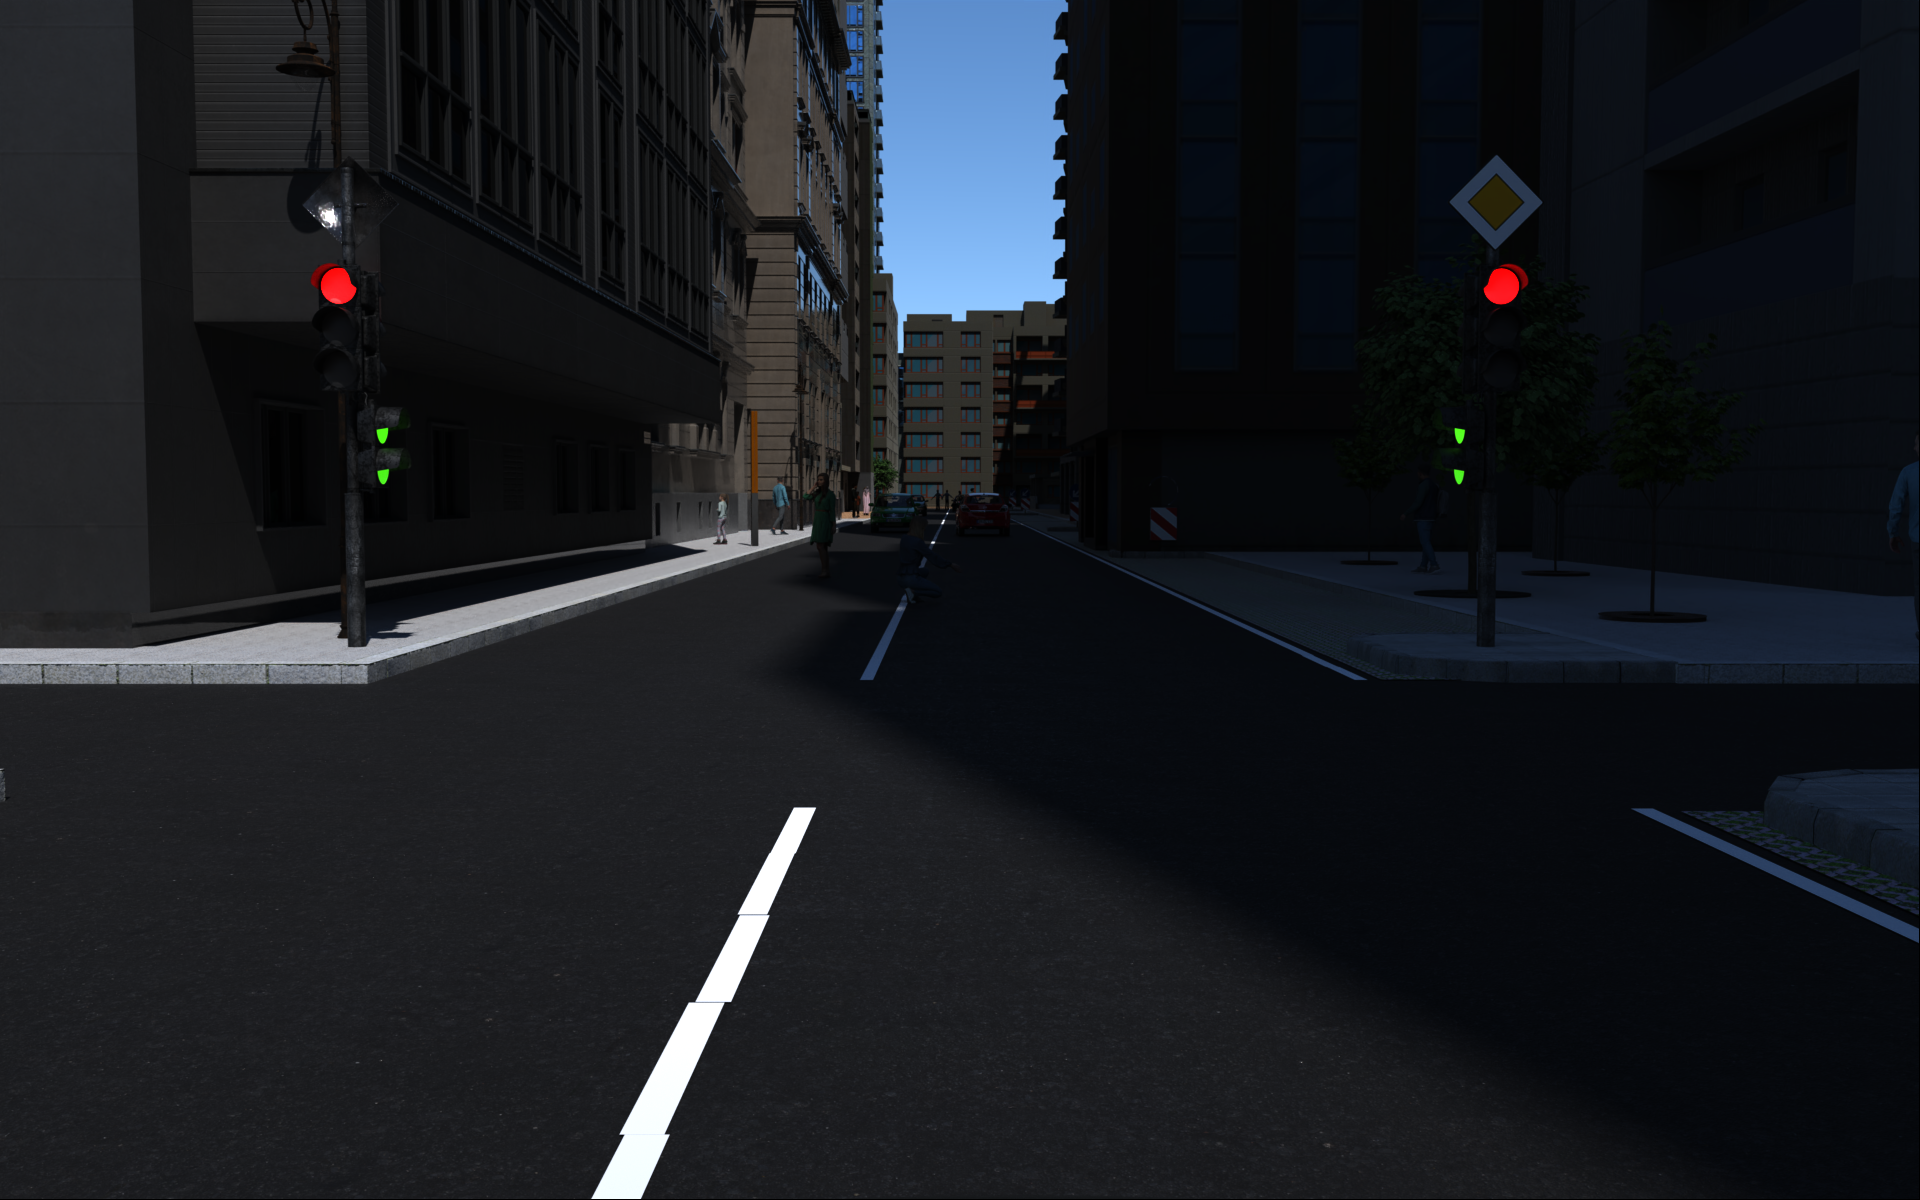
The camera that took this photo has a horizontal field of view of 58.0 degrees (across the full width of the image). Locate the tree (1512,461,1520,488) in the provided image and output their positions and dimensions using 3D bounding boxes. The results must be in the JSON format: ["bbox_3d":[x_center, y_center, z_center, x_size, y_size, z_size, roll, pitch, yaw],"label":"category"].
[{"bbox_3d":[9.347,-2.008,27.440,1.663,3.219,1.824,0,3,0],"label":"tree"}]

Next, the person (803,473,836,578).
[{"bbox_3d":[-2.316,-1.271,29.521,0.600,1.795,0.529,2,4,27],"label":"person"}]

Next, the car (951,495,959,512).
[{"bbox_3d":[0.250,-7.930,142.242,1.945,1.354,3.894,0,4,1],"label":"car"}]

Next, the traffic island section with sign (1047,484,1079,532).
[{"bbox_3d":[4.357,-3.538,66.470,1.989,1.847,2.006,0,3,0],"label":"traffic island section with sign"}]

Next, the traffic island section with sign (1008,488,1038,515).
[{"bbox_3d":[4.260,-6.602,116.572,1.989,1.847,2.006,0,3,0],"label":"traffic island section with sign"}]

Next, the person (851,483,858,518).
[{"bbox_3d":[-5.548,-5.256,91.602,0.705,1.869,1.348,0,4,-1],"label":"person"}]

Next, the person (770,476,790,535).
[{"bbox_3d":[-5.708,-2.969,54.447,0.748,1.841,0.638,-2,4,-34],"label":"person"}]

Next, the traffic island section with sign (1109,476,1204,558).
[{"bbox_3d":[4.402,-1.869,39.188,1.989,1.847,2.006,0,3,0],"label":"traffic island section with sign"}]

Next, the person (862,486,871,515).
[{"bbox_3d":[-5.600,-5.959,104.146,0.551,1.740,0.621,0,4,-2],"label":"person"}]

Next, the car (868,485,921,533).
[{"bbox_3d":[-2.465,-3.470,65.530,1.959,1.807,4.718,0,4,-1],"label":"car"}]

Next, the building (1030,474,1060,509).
[{"bbox_3d":[22.529,-28.215,153.197,32.217,40.220,23.993,0,3,0],"label":"building"}]

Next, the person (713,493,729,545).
[{"bbox_3d":[-6.090,-2.065,44.078,0.394,1.301,0.425,0,4,5],"label":"person"}]

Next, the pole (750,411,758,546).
[{"bbox_3d":[-5.062,-2.983,42.619,0.158,3.312,0.155,0,3,0],"label":"pole"}]

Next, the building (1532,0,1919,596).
[{"bbox_3d":[25.580,-29.508,24.449,28.212,58.520,21.231,0,3,0],"label":"building"}]

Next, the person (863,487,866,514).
[{"bbox_3d":[-5.943,-6.424,111.790,0.721,1.743,1.217,0,4,-2],"label":"person"}]

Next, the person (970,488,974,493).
[{"bbox_3d":[0.904,-7.087,124.003,0.705,1.869,1.348,-1,4,-9],"label":"person"}]

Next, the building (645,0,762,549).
[{"bbox_3d":[-13.579,-16.020,49.317,14.401,28.519,23.554,0,3,0],"label":"building"}]

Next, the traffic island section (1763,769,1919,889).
[{"bbox_3d":[4.464,0.959,6.605,2.009,0.180,2.903,0,3,0],"label":"traffic island section"}]

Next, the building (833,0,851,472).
[{"bbox_3d":[-20.757,-31.402,102.665,28.713,52.752,27.495,0,3,0],"label":"building"}]

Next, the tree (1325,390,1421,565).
[{"bbox_3d":[7.436,-2.271,31.734,1.663,3.219,1.824,0,3,0],"label":"tree"}]

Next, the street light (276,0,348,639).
[{"bbox_3d":[-5.460,-2.598,15.272,0.468,5.910,1.993,0,3,0],"label":"street light"}]

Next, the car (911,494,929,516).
[{"bbox_3d":[-3.032,-6.285,112.550,2.009,1.686,4.222,0,4,1],"label":"car"}]

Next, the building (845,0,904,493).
[{"bbox_3d":[-21.184,-53.190,182.336,31.000,86.520,22.319,0,3,0],"label":"building"}]

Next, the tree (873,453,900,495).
[{"bbox_3d":[-6.405,-9.377,137.032,4.285,4.588,4.351,0,3,0],"label":"tree"}]

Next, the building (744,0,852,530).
[{"bbox_3d":[-11.528,-16.904,73.642,12.463,27.353,25.104,0,3,0],"label":"building"}]

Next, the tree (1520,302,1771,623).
[{"bbox_3d":[6.992,-1.403,17.538,1.663,3.219,1.824,0,3,0],"label":"tree"}]

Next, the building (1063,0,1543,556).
[{"bbox_3d":[10.111,-24.078,43.793,14.600,45.320,14.200,0,3,0],"label":"building"}]

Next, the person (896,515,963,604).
[{"bbox_3d":[-0.546,-0.549,22.980,0.738,1.151,1.012,-2,4,-33],"label":"person"}]

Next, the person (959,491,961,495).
[{"bbox_3d":[-0.113,-9.012,156.559,0.721,1.735,1.217,2,4,27],"label":"person"}]

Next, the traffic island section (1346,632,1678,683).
[{"bbox_3d":[4.449,0.470,14.590,2.009,0.180,2.903,0,3,0],"label":"traffic island section"}]

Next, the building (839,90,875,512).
[{"bbox_3d":[-13.564,-21.570,124.377,14.160,30.474,14.107,0,3,0],"label":"building"}]

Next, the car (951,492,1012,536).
[{"bbox_3d":[0.773,-3.136,60.321,2.155,1.783,4.494,0,4,-2],"label":"car"}]

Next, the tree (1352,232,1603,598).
[{"bbox_3d":[6.543,-2.336,21.910,4.285,4.588,4.351,0,3,0],"label":"tree"}]

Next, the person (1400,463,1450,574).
[{"bbox_3d":[7.486,-1.312,27.844,0.721,1.781,0.623,2,4,27],"label":"person"}]

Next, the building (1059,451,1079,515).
[{"bbox_3d":[16.764,-40.538,101.043,20.563,71.187,20.611,0,3,0],"label":"building"}]

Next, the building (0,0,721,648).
[{"bbox_3d":[-12.221,-14.183,25.394,14.314,27.812,24.014,0,3,0],"label":"building"}]

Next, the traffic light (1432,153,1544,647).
[{"bbox_3d":[4.409,-1.563,14.476,0.839,4.253,0.868,0,3,0],"label":"traffic light"}]

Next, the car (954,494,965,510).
[{"bbox_3d":[0.565,-7.397,130.725,2.009,1.686,4.222,0,4,1],"label":"car"}]

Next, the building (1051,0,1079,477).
[{"bbox_3d":[18.182,-28.871,126.669,22.147,44.769,28.867,0,3,0],"label":"building"}]

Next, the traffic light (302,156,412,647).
[{"bbox_3d":[-5.052,-1.561,14.442,0.839,4.253,0.868,0,3,0],"label":"traffic light"}]

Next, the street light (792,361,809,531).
[{"bbox_3d":[-5.559,-5.366,60.519,0.468,5.910,1.993,0,3,0],"label":"street light"}]

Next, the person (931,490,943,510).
[{"bbox_3d":[-1.965,-8.763,151.862,1.350,1.814,0.705,3,5,39],"label":"person"}]

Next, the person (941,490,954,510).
[{"bbox_3d":[-1.178,-9.225,159.314,1.348,1.826,0.705,2,4,26],"label":"person"}]

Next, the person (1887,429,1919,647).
[{"bbox_3d":[7.964,-0.512,14.276,0.748,1.841,0.638,-3,5,-40],"label":"person"}]

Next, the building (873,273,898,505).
[{"bbox_3d":[-20.382,-18.829,152.897,28.899,21.520,27.650,0,3,0],"label":"building"}]

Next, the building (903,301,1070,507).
[{"bbox_3d":[8.760,-20.926,187.185,28.899,21.520,27.650,0,3,0],"label":"building"}]

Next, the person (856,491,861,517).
[{"bbox_3d":[-5.684,-5.290,95.787,0.557,1.426,1.065,-2,4,-27],"label":"person"}]
